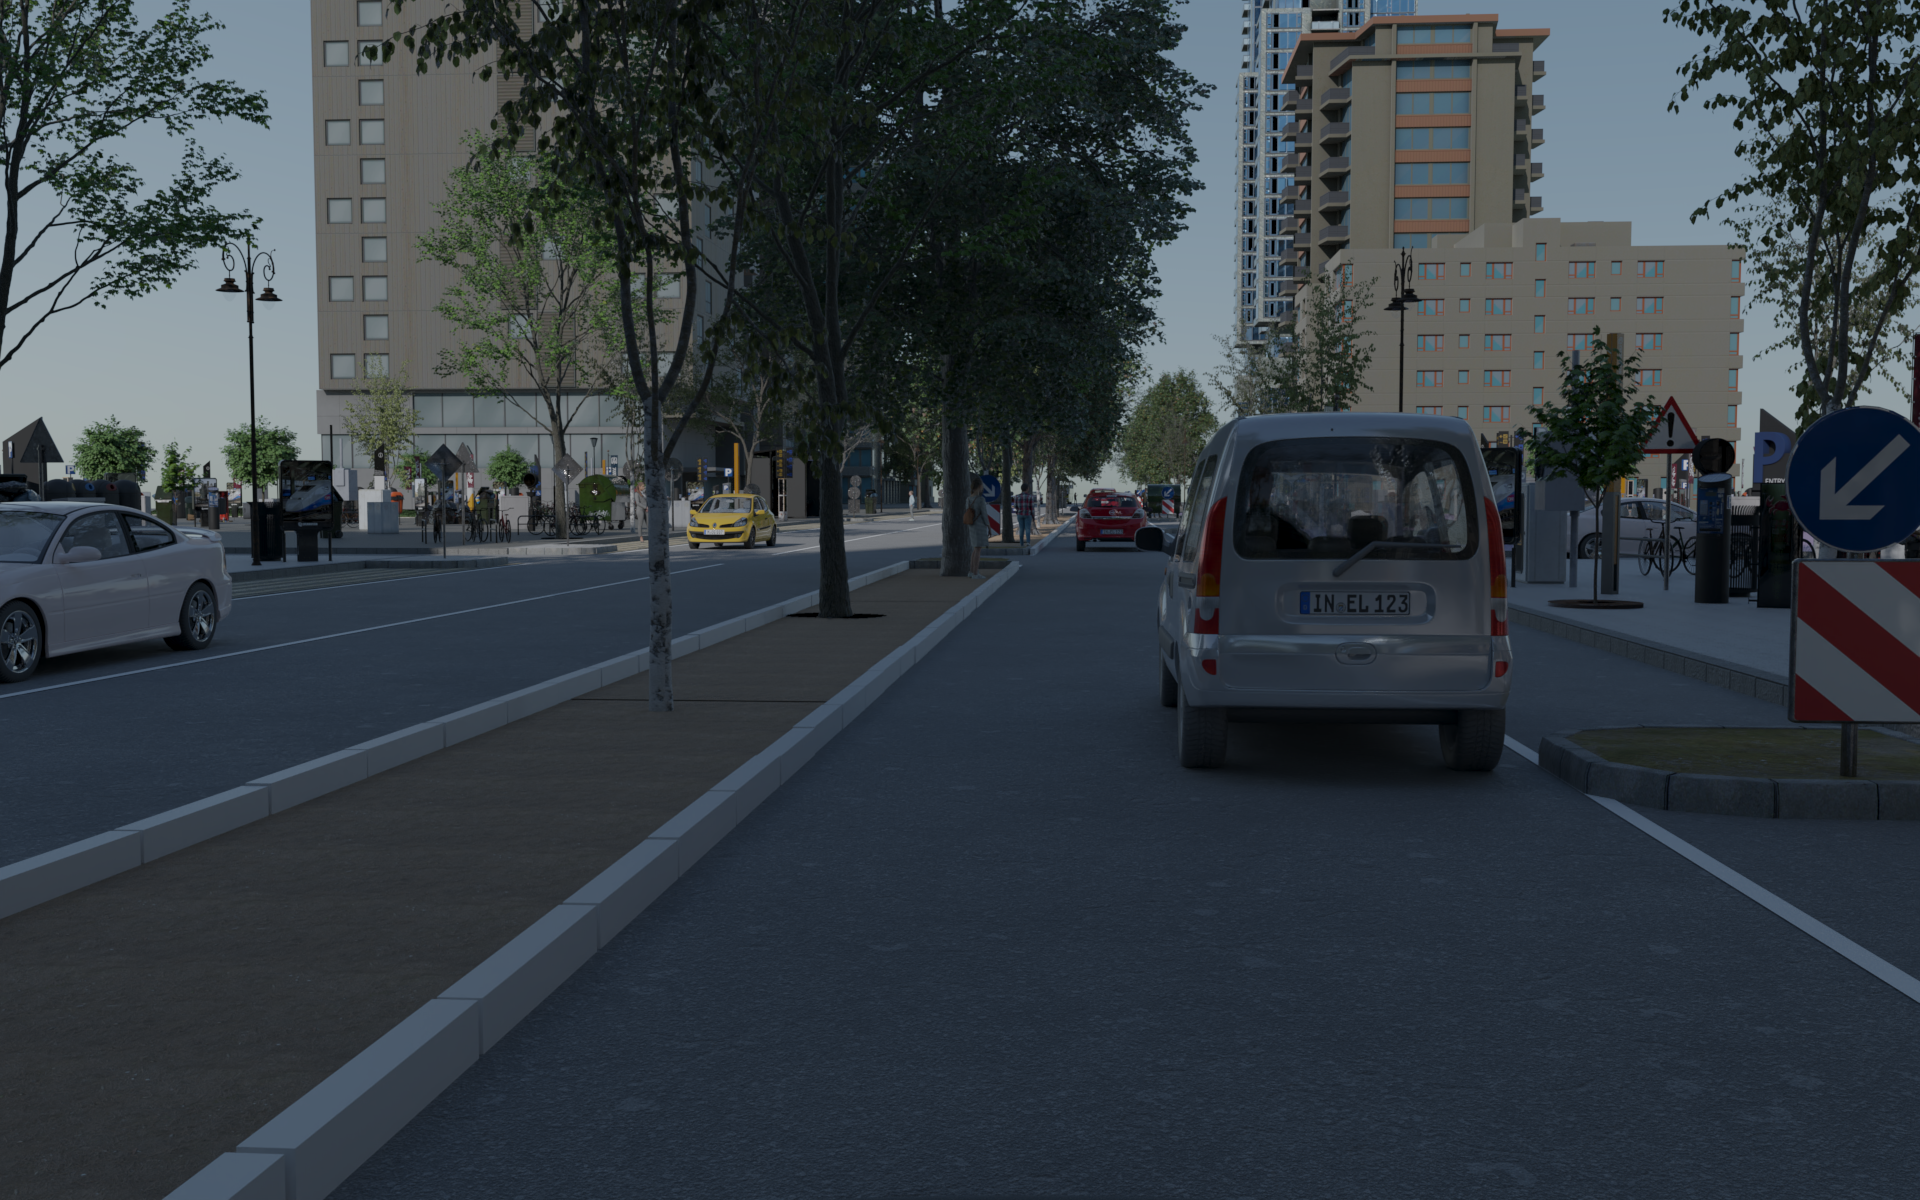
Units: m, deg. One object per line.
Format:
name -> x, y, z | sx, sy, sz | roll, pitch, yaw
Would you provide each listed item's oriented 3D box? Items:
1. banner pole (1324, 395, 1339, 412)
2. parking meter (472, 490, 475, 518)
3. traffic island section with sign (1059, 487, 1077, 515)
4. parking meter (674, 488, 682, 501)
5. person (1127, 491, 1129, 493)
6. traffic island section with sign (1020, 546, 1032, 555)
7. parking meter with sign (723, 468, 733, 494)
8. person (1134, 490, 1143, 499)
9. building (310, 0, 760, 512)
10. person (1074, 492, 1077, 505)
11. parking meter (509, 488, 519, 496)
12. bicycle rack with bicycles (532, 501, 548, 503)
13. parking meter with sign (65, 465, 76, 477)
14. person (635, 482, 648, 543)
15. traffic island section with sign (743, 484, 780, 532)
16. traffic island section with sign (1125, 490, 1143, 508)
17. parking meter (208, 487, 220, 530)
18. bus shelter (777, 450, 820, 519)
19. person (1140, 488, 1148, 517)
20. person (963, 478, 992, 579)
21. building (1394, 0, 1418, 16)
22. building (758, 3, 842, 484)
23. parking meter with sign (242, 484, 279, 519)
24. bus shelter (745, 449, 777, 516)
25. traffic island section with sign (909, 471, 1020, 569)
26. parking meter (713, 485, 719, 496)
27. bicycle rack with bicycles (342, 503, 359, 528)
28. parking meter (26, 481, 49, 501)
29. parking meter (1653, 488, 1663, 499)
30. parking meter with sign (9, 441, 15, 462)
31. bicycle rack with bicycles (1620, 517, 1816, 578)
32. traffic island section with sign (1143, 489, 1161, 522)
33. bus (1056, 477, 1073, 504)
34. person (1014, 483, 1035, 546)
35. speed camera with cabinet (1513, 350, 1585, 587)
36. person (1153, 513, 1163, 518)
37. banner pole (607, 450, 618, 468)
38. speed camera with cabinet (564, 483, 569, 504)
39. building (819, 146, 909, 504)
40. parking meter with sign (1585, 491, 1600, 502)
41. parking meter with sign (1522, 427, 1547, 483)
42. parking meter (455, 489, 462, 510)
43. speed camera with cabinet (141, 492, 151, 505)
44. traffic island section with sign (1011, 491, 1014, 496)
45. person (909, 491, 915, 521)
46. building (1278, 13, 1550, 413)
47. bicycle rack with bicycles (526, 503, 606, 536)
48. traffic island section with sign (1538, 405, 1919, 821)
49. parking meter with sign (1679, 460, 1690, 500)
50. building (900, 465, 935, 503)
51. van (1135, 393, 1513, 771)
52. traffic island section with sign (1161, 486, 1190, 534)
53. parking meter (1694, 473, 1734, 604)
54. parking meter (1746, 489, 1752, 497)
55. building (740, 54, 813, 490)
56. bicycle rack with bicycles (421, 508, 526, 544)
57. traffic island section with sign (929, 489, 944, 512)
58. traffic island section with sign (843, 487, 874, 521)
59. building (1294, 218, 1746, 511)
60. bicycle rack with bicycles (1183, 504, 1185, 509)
banner pole -> 9.349, -3.279, 43.625 | 0.401, 3.779, 0.863 | 3, 5, 42
parking meter -> -26.280, -5.182, 93.144 | 0.372, 1.533, 0.369 | 0, 3, 0
traffic island section with sign -> 6.845, -6.608, 116.175 | 2.006, 1.907, 1.989 | 0, 4, 5
parking meter -> -11.633, -3.844, 71.258 | 0.372, 1.533, 0.369 | 0, 3, 0
person -> 10.956, -6.288, 113.117 | 0.589, 1.601, 0.330 | -3, 4, -36
traffic island section with sign -> 0.697, -2.028, 41.288 | 2.006, 1.907, 1.989 | 0, 4, 5
parking meter with sign -> -15.701, -7.349, 116.420 | 0.543, 3.016, 1.738 | 0, 4, 2
person -> 12.257, -6.837, 121.005 | 1.217, 1.743, 0.721 | 0, 4, -2
building -> -30.750, -33.235, 132.638 | 28.713, 52.752, 27.495 | 0, 4, 5
person -> 14.712, -12.825, 219.655 | 0.593, 1.643, 0.415 | 1, 4, 21
parking meter -> -17.410, -3.626, 67.692 | 0.372, 1.533, 0.369 | 0, 3, 0
bicycle rack with bicycles -> -16.170, -3.425, 69.381 | 2.852, 0.926, 2.925 | -1, 4, -10
parking meter with sign -> -54.317, -6.662, 105.179 | 1.738, 3.016, 0.543 | 3, 5, 42
person -> -9.233, -2.579, 50.933 | 0.573, 1.790, 0.520 | 1, 4, 13
traffic island section with sign -> -7.812, -3.429, 64.685 | 1.989, 1.847, 2.006 | 0, 4, 5
traffic island section with sign -> 17.048, -9.702, 167.249 | 1.989, 1.847, 2.006 | 0, 4, 5
parking meter -> -27.019, -3.321, 62.705 | 0.372, 1.533, 0.369 | 0, 3, 0
bus shelter -> -8.244, -6.228, 93.108 | 1.731, 3.624, 6.357 | 0, 4, 5
person -> 11.755, -6.238, 110.401 | 0.836, 1.842, 0.656 | 2, 4, 25
person -> 0.283, -1.200, 29.120 | 0.522, 1.701, 0.512 | -3, 5, -44
building -> 46.925, -55.721, 223.712 | 22.319, 86.520, 31.000 | 0, 4, 5
building -> -22.533, -44.796, 170.669 | 20.563, 71.187, 20.611 | 0, 4, 5
parking meter with sign -> -36.040, -5.686, 89.233 | 1.738, 3.016, 0.543 | -2, 4, -26
bus shelter -> -10.061, -6.225, 93.056 | 1.731, 3.624, 6.357 | 0, 4, 5
traffic island section with sign -> 0.081, -1.576, 33.906 | 2.006, 1.907, 1.989 | 0, 4, 5
parking meter -> -15.880, -6.545, 112.716 | 0.255, 1.863, 0.399 | 3, 5, 41
bicycle rack with bicycles -> -23.140, -3.164, 65.107 | 2.925, 0.926, 2.852 | -3, 4, -39
parking meter -> -17.255, -1.469, 32.428 | 0.372, 1.533, 0.369 | 0, 3, 0
parking meter -> 27.829, -3.711, 69.082 | 0.372, 1.533, 0.369 | 0, 3, 0
parking meter with sign -> -32.060, -3.711, 56.937 | 1.738, 3.016, 0.543 | -3, 4, -38
bicycle rack with bicycles -> 11.379, -0.822, 26.828 | 2.852, 0.926, 2.925 | 0, 4, -5
traffic island section with sign -> 10.765, -5.027, 90.826 | 1.989, 1.847, 2.006 | 0, 4, 5
bus -> 14.441, -15.450, 244.160 | 2.896, 3.916, 12.252 | 0, 4, 7
person -> 1.703, -2.237, 45.909 | 0.563, 1.720, 0.643 | 1, 4, 15
speed camera with cabinet -> 8.363, -1.852, 24.609 | 0.660, 3.252, 2.038 | 0, 4, 7
person -> 11.910, -5.937, 104.938 | 0.474, 1.900, 0.648 | -3, 5, -45
banner pole -> -19.679, -6.603, 97.973 | 0.863, 3.779, 0.401 | 1, 4, 21
speed camera with cabinet -> -23.036, -6.478, 100.249 | 0.660, 3.252, 2.038 | -1, 4, -19
building -> -19.370, -37.230, 228.310 | 23.786, 49.044, 30.456 | 0, 4, 5
parking meter with sign -> 27.174, -4.790, 74.574 | 0.543, 3.016, 1.738 | -2, 4, -35
parking meter with sign -> 14.570, -3.030, 45.798 | 0.543, 3.016, 1.738 | -3, 5, -42
parking meter -> -25.994, -4.978, 89.802 | 0.372, 1.533, 0.369 | 0, 3, 0
speed camera with cabinet -> -56.814, -7.632, 119.113 | 0.660, 3.252, 2.038 | 3, 5, 43
traffic island section with sign -> 7.538, -14.845, 251.339 | 1.989, 1.847, 2.006 | 0, 4, 5
person -> -2.618, -5.100, 93.692 | 0.330, 1.601, 0.589 | 0, 4, 1
building -> 41.971, -31.150, 163.934 | 22.147, 44.769, 28.867 | 0, 4, 5
bicycle rack with bicycles -> -12.331, -2.488, 54.063 | 2.852, 0.926, 2.925 | 3, 5, 45
traffic island section with sign -> 4.000, 0.004, 8.557 | 1.989, 1.847, 2.006 | 0, 4, 5
parking meter with sign -> 36.873, -5.616, 88.090 | 0.543, 3.016, 1.738 | 1, 4, 16
building -> -18.984, -25.346, 259.447 | 27.650, 21.520, 28.899 | 0, 4, 5
van -> 2.070, -0.205, 10.366 | 2.013, 2.044, 4.112 | 0, 4, 4
traffic island section with sign -> 8.497, -3.349, 63.387 | 1.989, 1.847, 2.006 | 0, 4, 5
parking meter -> 8.865, -0.732, 20.384 | 0.372, 1.533, 0.369 | 0, 3, 0
parking meter -> 40.325, -4.892, 88.393 | 0.372, 1.533, 0.369 | 0, 3, 0
building -> -21.106, -28.735, 153.415 | 14.154, 41.232, 14.086 | 0, 4, 5
bicycle rack with bicycles -> -13.139, -1.986, 45.856 | 2.852, 0.926, 2.925 | -1, 4, -19
traffic island section with sign -> -1.451, -8.168, 142.177 | 1.989, 1.847, 2.006 | 0, 4, 5
traffic island section with sign -> -5.605, -5.072, 91.550 | 1.989, 1.847, 2.006 | 0, 4, 5
building -> 41.768, -17.780, 135.735 | 27.650, 21.520, 28.899 | 0, 4, 5
bicycle rack with bicycles -> 15.925, -6.059, 112.439 | 2.852, 0.926, 2.925 | 3, 5, 41
